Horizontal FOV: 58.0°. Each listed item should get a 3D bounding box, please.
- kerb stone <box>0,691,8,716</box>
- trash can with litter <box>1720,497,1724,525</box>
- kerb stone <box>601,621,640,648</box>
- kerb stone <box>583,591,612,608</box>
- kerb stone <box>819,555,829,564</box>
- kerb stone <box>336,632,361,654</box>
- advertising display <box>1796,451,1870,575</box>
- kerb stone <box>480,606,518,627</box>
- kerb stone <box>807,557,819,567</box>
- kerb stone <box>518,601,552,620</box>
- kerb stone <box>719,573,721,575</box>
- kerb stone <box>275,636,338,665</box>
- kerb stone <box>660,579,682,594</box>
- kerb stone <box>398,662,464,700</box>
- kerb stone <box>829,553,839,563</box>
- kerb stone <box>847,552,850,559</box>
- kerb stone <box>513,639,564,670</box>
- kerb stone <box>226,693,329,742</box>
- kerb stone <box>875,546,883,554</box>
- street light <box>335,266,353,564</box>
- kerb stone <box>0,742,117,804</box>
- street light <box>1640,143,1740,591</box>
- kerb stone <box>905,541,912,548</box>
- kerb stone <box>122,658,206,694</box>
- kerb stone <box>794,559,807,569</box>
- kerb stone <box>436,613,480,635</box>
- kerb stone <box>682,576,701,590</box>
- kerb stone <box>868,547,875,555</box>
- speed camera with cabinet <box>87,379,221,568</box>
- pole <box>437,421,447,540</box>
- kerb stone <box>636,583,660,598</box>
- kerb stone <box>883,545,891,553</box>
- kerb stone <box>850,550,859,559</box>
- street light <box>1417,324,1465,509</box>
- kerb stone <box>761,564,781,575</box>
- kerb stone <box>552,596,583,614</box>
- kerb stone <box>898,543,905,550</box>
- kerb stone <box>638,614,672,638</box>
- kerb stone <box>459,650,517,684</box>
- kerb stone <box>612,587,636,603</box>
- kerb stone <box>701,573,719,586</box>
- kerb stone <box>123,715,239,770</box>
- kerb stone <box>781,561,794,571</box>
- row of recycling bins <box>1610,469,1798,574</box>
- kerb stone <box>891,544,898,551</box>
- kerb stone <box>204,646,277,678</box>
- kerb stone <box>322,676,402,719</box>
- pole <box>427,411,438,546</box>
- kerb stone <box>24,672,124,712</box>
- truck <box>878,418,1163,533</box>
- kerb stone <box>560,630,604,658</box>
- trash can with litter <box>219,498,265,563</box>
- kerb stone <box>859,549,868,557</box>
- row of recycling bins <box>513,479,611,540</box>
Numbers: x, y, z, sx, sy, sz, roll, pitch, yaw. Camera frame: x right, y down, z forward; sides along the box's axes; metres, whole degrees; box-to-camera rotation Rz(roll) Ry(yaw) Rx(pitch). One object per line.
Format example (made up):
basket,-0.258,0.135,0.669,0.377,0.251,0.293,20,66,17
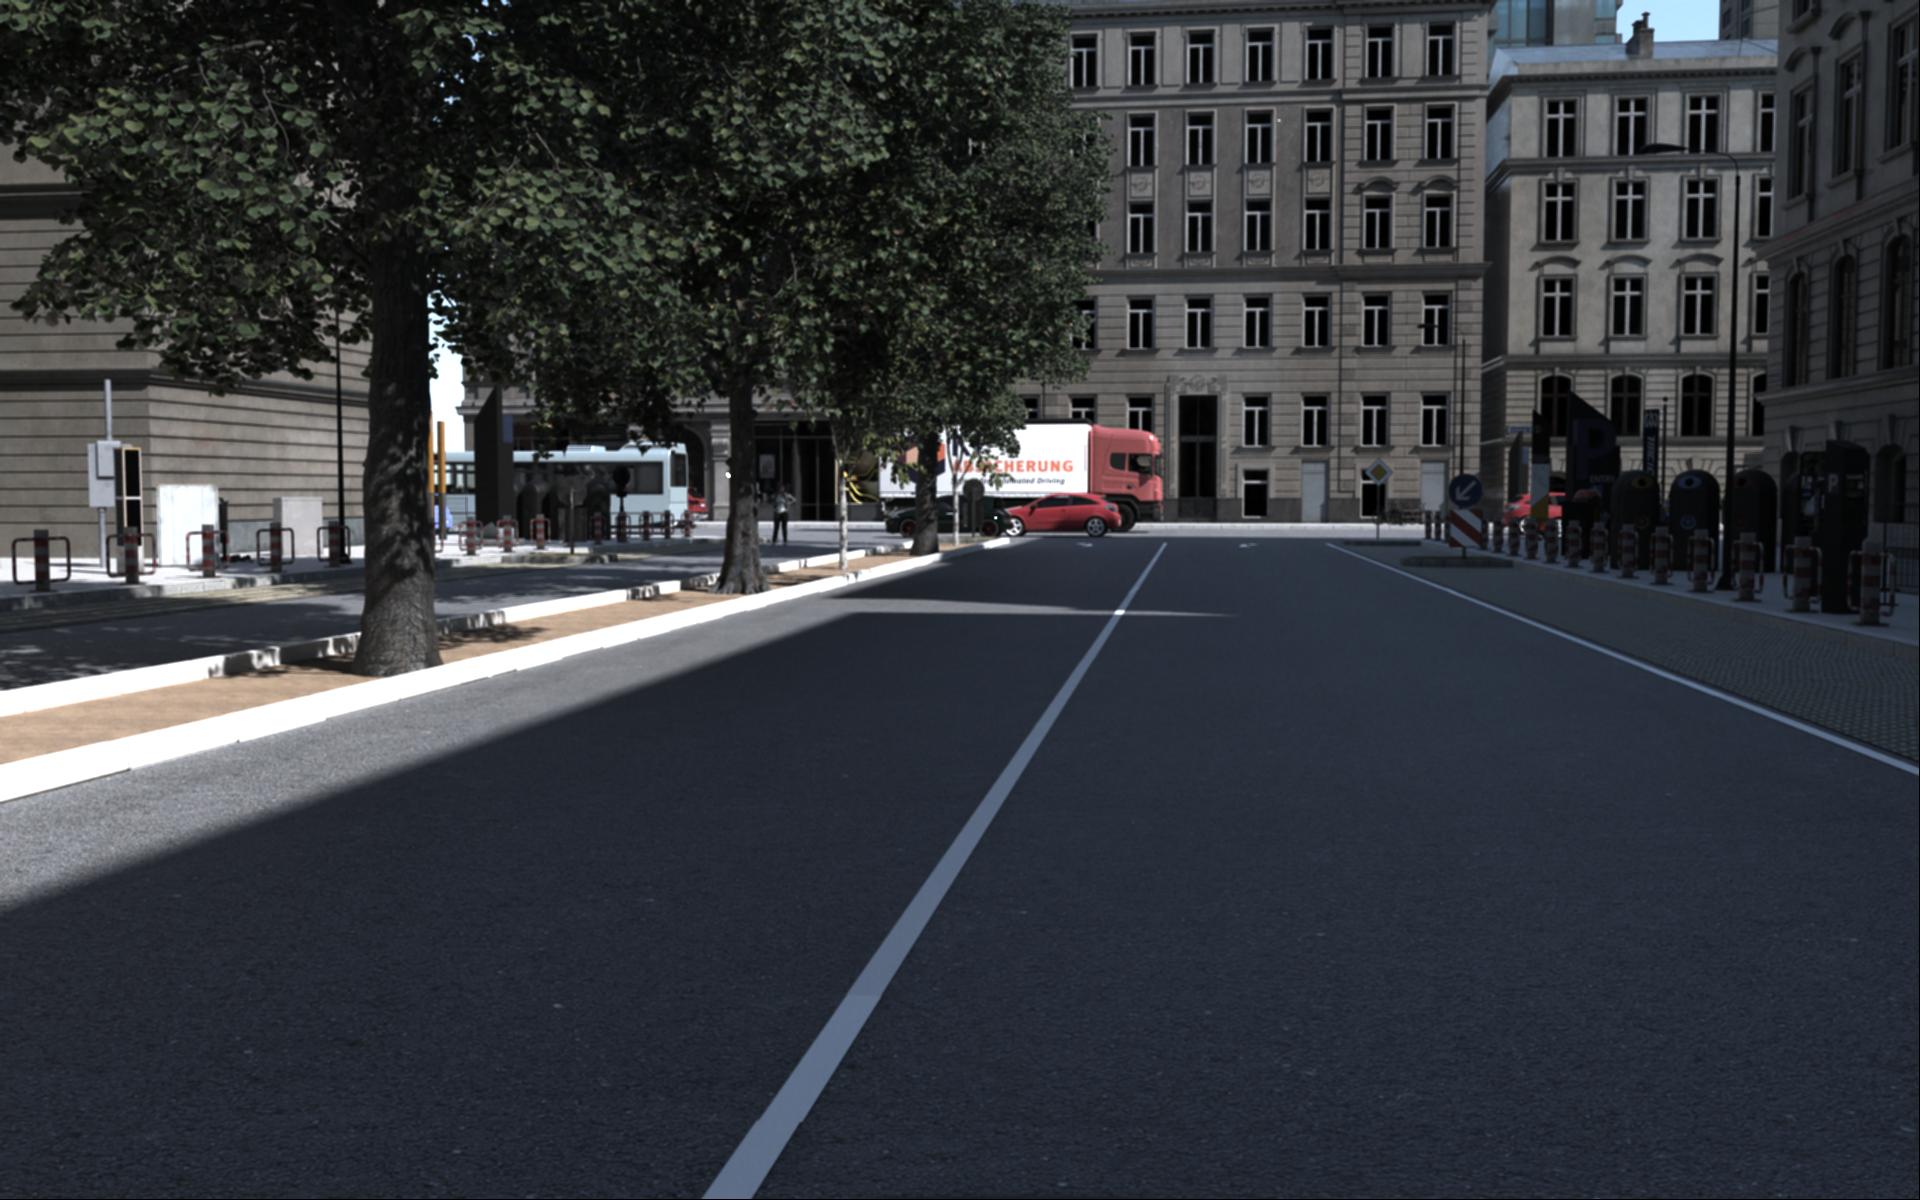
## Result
kerb stone,-6.237,0.697,10.807,0.120,0.150,1.000,0,4,8
trash can with litter,32.038,-3.696,71.823,1.055,1.170,0.624,0,4,-6
kerb stone,-3.310,0.342,16.610,0.120,0.150,1.000,0,4,8
kerb stone,-4.685,0.014,22.004,0.120,0.150,1.000,0,4,8
kerb stone,-2.873,-0.797,35.225,0.120,0.150,1.000,0,4,8
kerb stone,-5.531,0.385,15.900,0.120,0.150,1.000,0,4,8
advertising display,13.143,-1.277,26.099,0.974,1.923,0.123,1,4,13
kerb stone,-5.115,0.198,18.953,0.120,0.150,1.000,0,4,8
kerb stone,-3.010,-0.733,34.210,0.120,0.150,1.000,0,4,8
kerb stone,-4.977,0.136,19.969,0.120,0.150,1.000,0,4,8
kerb stone,-3.860,-0.362,28.118,0.120,0.150,1.000,0,4,8
kerb stone,-5.675,0.447,14.881,0.120,0.150,1.000,0,4,8
kerb stone,-4.267,-0.175,25.053,0.120,0.150,1.000,0,4,8
kerb stone,-3.878,0.592,12.533,0.120,0.150,1.000,0,4,8
kerb stone,-2.738,-0.859,36.247,0.120,0.150,1.000,0,4,8
kerb stone,-2.590,-0.922,37.267,0.120,0.150,1.000,0,4,8
kerb stone,-3.590,0.466,14.575,0.120,0.150,1.000,0,4,8
kerb stone,-4.150,0.715,10.502,0.120,0.150,1.000,0,4,8
kerb stone,-2.042,-1.171,41.339,0.120,0.150,1.000,0,4,8
street light,-10.807,-3.609,31.555,1.470,5.913,1.316,0,4,8
kerb stone,-4.439,0.839,8.470,0.120,0.150,1.000,0,4,8
street light,9.711,-3.089,23.043,1.470,5.913,1.316,0,4,8
kerb stone,-1.475,-1.417,45.409,0.120,0.150,1.000,0,4,8
kerb stone,-5.953,0.572,12.840,0.120,0.150,1.000,0,4,8
kerb stone,-3.153,-0.673,33.195,0.120,0.150,1.000,0,4,8
kerb stone,-5.258,0.261,17.936,0.120,0.150,1.000,0,4,8
kerb stone,-4.132,-0.234,26.069,0.120,0.150,1.000,0,4,8
kerb stone,-2.177,-1.105,40.313,0.120,0.150,1.000,0,4,8
speed camera with cabinet,-14.129,-2.205,30.385,2.038,3.252,0.660,-1,4,-21
pole,-14.486,-3.338,48.414,0.158,3.312,0.155,0,3,0
kerb stone,-4.413,-0.106,24.036,0.120,0.150,1.000,0,4,8
kerb stone,-1.893,-1.232,42.356,0.120,0.150,1.000,0,4,8
kerb stone,-2.453,-0.976,38.283,0.120,0.150,1.000,0,4,8
street light,13.157,-4.572,47.293,1.470,5.913,1.316,0,4,8
kerb stone,-3.441,-0.548,31.166,0.120,0.150,1.000,0,4,8
kerb stone,-4.836,0.075,20.990,0.120,0.150,1.000,0,4,8
kerb stone,-1.615,-1.357,44.393,0.120,0.150,1.000,0,4,8
kerb stone,-3.165,0.278,17.647,0.120,0.150,1.000,0,4,8
kerb stone,-3.741,0.529,13.549,0.120,0.150,1.000,0,4,8
kerb stone,-4.558,-0.045,23.021,0.120,0.150,1.000,0,4,8
kerb stone,-3.998,-0.300,27.094,0.120,0.150,1.000,0,4,8
kerb stone,-4.293,0.781,9.488,0.120,0.150,1.000,0,4,8
kerb stone,-3.299,-0.597,32.181,0.120,0.150,1.000,0,4,8
row of recycling bins,12.601,-1.323,28.746,3.534,1.692,1.069,3,4,37
kerb stone,-1.761,-1.289,43.372,0.120,0.150,1.000,0,4,8
kerb stone,-5.812,0.509,13.866,0.120,0.150,1.000,0,4,8
kerb stone,-4.017,0.653,11.518,0.120,0.150,1.000,0,4,8
pole,-13.012,-2.976,42.506,0.158,3.312,0.155,0,3,0
kerb stone,-6.092,0.634,11.824,0.120,0.150,1.000,0,4,8
truck,2.645,-4.673,65.315,11.283,4.237,2.839,1,4,8
kerb stone,-3.459,0.404,15.594,0.120,0.150,1.000,0,4,8
trash can with litter,-14.099,-1.342,32.993,1.678,1.210,2.233,-3,4,-37
kerb stone,-2.309,-1.043,39.297,0.120,0.150,1.000,0,4,8
row of recycling bins,-11.464,-2.551,48.828,3.534,1.692,1.069,1,4,18
